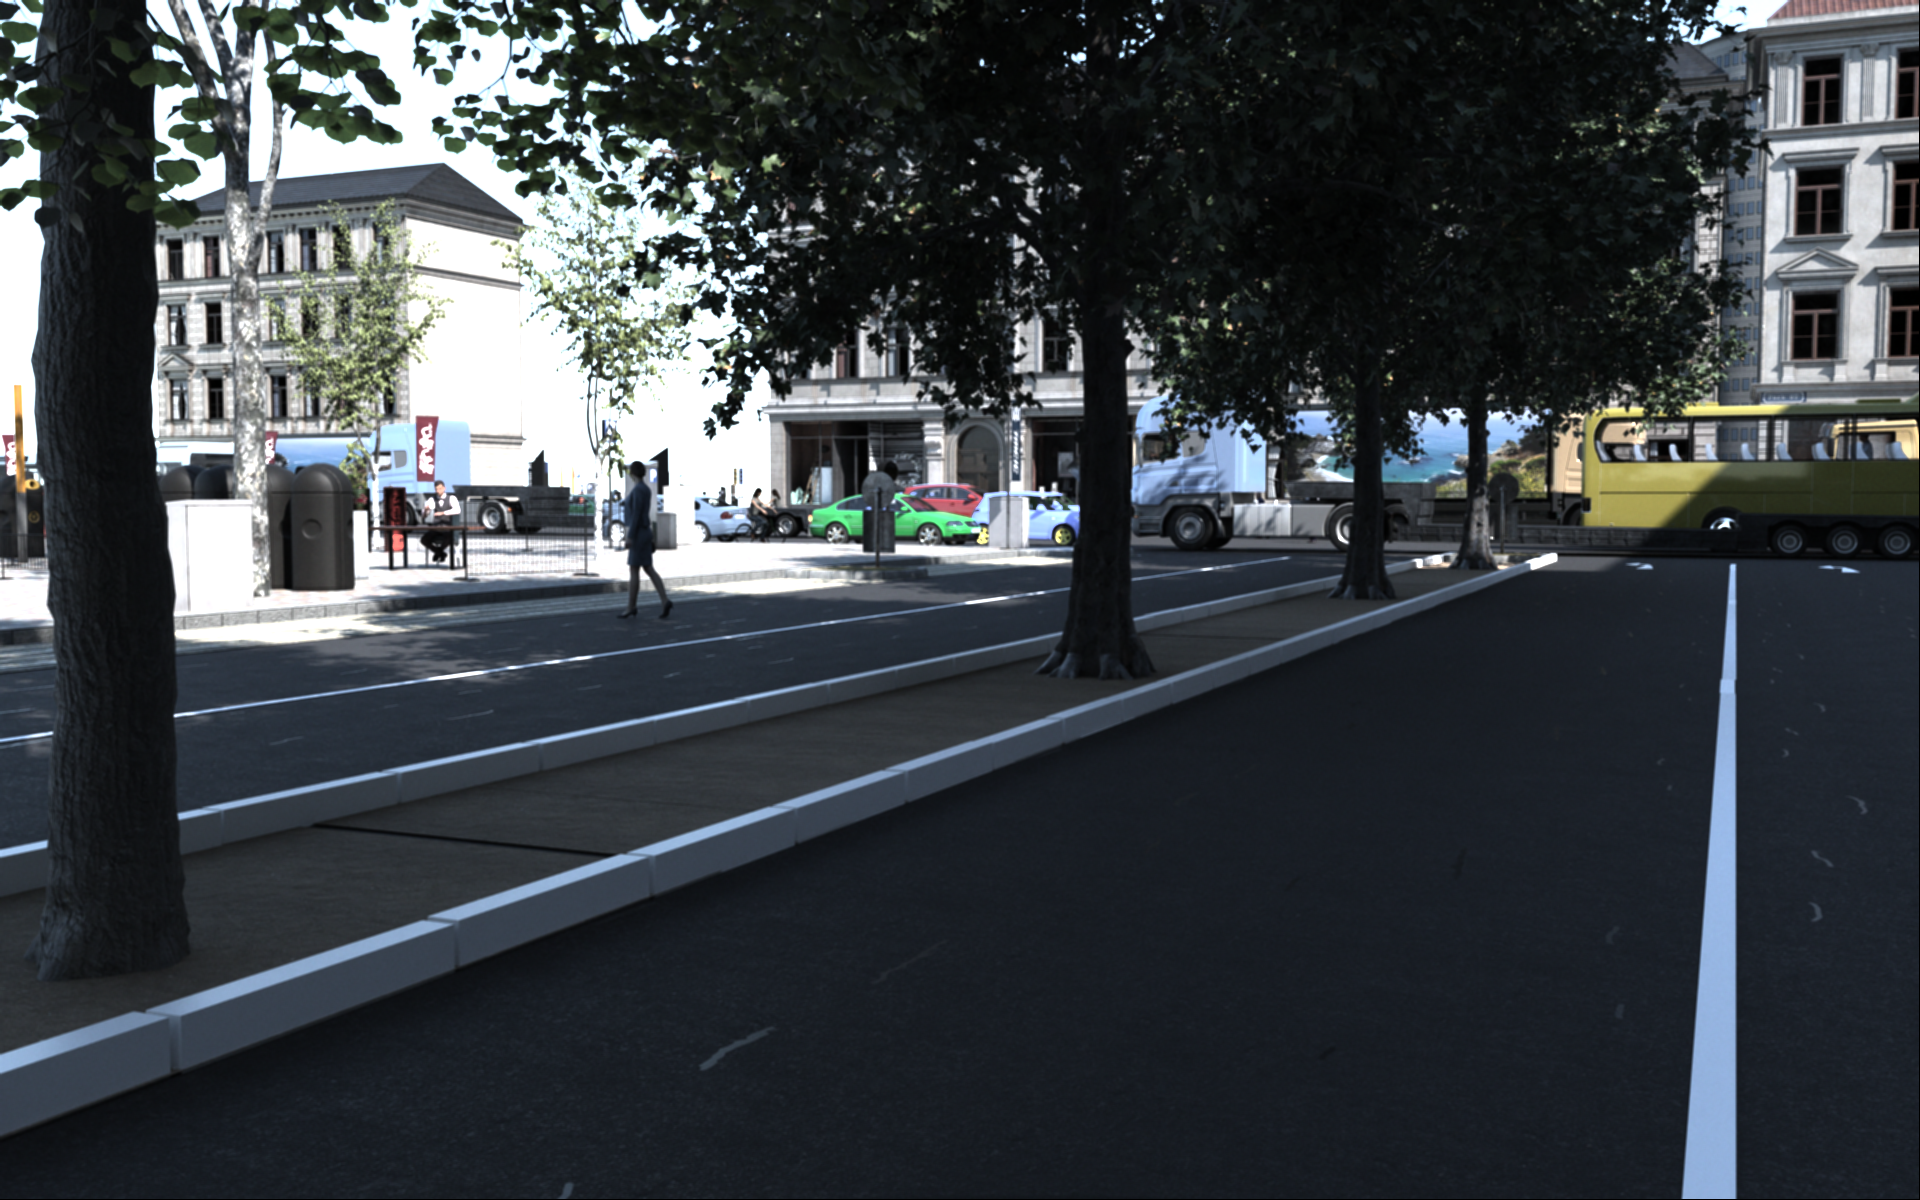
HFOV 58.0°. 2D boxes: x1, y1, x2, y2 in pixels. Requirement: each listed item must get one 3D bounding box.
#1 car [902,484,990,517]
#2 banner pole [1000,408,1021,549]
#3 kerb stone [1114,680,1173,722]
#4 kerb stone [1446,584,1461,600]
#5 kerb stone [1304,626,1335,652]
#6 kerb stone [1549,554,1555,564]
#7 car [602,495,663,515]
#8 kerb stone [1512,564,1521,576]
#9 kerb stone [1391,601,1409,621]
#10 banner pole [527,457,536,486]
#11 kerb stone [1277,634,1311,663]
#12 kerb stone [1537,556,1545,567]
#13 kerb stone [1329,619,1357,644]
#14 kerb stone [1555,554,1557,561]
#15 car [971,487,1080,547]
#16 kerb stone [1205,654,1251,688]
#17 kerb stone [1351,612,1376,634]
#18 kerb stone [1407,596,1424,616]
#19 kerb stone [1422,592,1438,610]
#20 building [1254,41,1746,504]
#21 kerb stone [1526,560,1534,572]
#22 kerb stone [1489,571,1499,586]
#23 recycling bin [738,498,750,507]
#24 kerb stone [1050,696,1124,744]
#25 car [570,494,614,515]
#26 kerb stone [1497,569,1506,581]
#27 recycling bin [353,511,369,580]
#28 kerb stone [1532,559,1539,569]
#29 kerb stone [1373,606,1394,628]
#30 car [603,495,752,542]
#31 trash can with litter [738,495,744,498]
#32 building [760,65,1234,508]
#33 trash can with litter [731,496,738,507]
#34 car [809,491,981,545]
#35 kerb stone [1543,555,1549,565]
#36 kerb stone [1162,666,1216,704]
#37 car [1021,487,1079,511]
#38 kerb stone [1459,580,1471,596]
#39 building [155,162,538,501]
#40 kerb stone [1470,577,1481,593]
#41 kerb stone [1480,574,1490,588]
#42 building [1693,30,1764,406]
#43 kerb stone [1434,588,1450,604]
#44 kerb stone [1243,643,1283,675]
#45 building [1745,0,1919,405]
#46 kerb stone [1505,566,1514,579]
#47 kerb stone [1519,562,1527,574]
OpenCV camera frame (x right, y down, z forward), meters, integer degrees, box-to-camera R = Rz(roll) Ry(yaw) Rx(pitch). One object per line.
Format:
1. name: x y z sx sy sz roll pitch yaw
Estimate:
1. car: 0.118 -3.399 64.241 5.304 1.827 2.281 1 4 22
2. banner pole: 1.236 -3.085 40.452 0.401 3.779 0.863 2 4 29
3. kerb stone: 1.172 0.667 11.342 0.120 0.150 1.000 2 4 24
4. kerb stone: 6.649 -0.084 23.573 0.120 0.150 1.000 2 4 24
5. kerb stone: 3.280 0.376 16.045 0.120 0.150 1.000 2 4 24
6. kerb stone: 12.121 -0.831 35.784 0.120 0.150 1.000 2 4 24
7. car: -11.118 -3.188 64.126 4.499 1.417 2.014 1 4 22
8. kerb stone: 9.598 -0.487 30.157 0.120 0.150 1.000 2 4 24
9. kerb stone: 4.966 0.146 19.820 0.120 0.150 1.000 2 4 24
10. banner pole: -28.672 -7.727 116.347 0.863 3.779 0.401 1 4 14
11. kerb stone: 2.864 0.434 15.102 0.120 0.150 1.000 2 4 24
12. kerb stone: 11.280 -0.716 33.905 0.120 0.150 1.000 2 4 24
13. kerb stone: 3.708 0.319 16.987 0.120 0.150 1.000 2 4 24
14. kerb stone: 12.540 -0.888 36.721 0.120 0.150 1.000 2 4 24
15. car: 2.116 -2.323 47.579 3.694 1.707 1.945 2 4 25
16. kerb stone: 2.018 0.549 13.220 0.120 0.150 1.000 2 4 24
17. kerb stone: 4.124 0.261 17.926 0.120 0.150 1.000 2 4 24
18. kerb stone: 5.388 0.090 20.756 0.120 0.150 1.000 2 4 24
19. kerb stone: 5.814 0.030 21.697 0.120 0.150 1.000 2 4 24
20. building: 21.797 -12.674 71.854 19.286 19.102 10.561 2 4 24
21. kerb stone: 10.444 -0.601 32.027 0.120 0.150 1.000 2 4 24
22. kerb stone: 8.335 -0.314 27.329 0.120 0.150 1.000 2 4 24
23. recycling bin: -13.566 -5.884 108.756 0.722 1.027 0.722 -1 4 -9
24. kerb stone: 0.750 0.722 10.398 0.120 0.150 1.000 2 4 24
25. car: -16.370 -3.942 76.253 4.920 1.459 2.131 2 4 24
26. kerb stone: 8.752 -0.371 28.267 0.120 0.150 1.000 2 4 24
27. recycling bin: -9.358 -0.819 25.950 0.722 1.027 0.722 0 4 8
28. kerb stone: 10.856 -0.659 32.968 0.120 0.150 1.000 2 4 24
29. kerb stone: 4.549 0.204 18.868 0.120 0.150 1.000 2 4 24
30. car: -8.347 -2.381 50.929 4.499 1.417 2.014 1 4 22
31. trash can with litter: -16.488 -7.488 133.493 2.233 1.210 1.678 0 4 -8
32. building: -6.050 -14.291 84.568 40.483 20.767 10.553 2 4 24
33. trash can with litter: -14.724 -6.360 115.368 1.055 1.170 0.624 -1 4 -8
34. car: -1.713 -2.297 46.353 4.718 1.807 1.959 2 4 24
35. kerb stone: 11.694 -0.767 34.844 0.120 0.150 1.000 2 4 24
36. kerb stone: 1.599 0.606 12.283 0.120 0.150 1.000 2 4 24
37. car: 3.657 -3.622 68.809 3.694 1.707 1.945 1 4 22
38. kerb stone: 7.070 -0.141 24.509 0.120 0.150 1.000 2 4 24
39. building: -34.630 -14.196 96.729 19.286 19.102 10.561 2 4 24
40. kerb stone: 7.493 -0.199 25.444 0.120 0.150 1.000 2 4 24
41. kerb stone: 7.915 -0.257 26.393 0.120 0.150 1.000 2 4 24
42. building: 104.018 -41.106 214.082 28.212 58.520 21.231 2 4 24
43. kerb stone: 6.227 -0.024 22.637 0.120 0.150 1.000 2 4 24
44. kerb stone: 2.439 0.492 14.156 0.120 0.150 1.000 2 4 24
45. building: 40.472 -13.935 63.997 21.152 22.565 11.583 2 4 24
46. kerb stone: 9.177 -0.429 29.217 0.120 0.150 1.000 2 4 24
47. kerb stone: 10.020 -0.544 31.093 0.120 0.150 1.000 2 4 24
